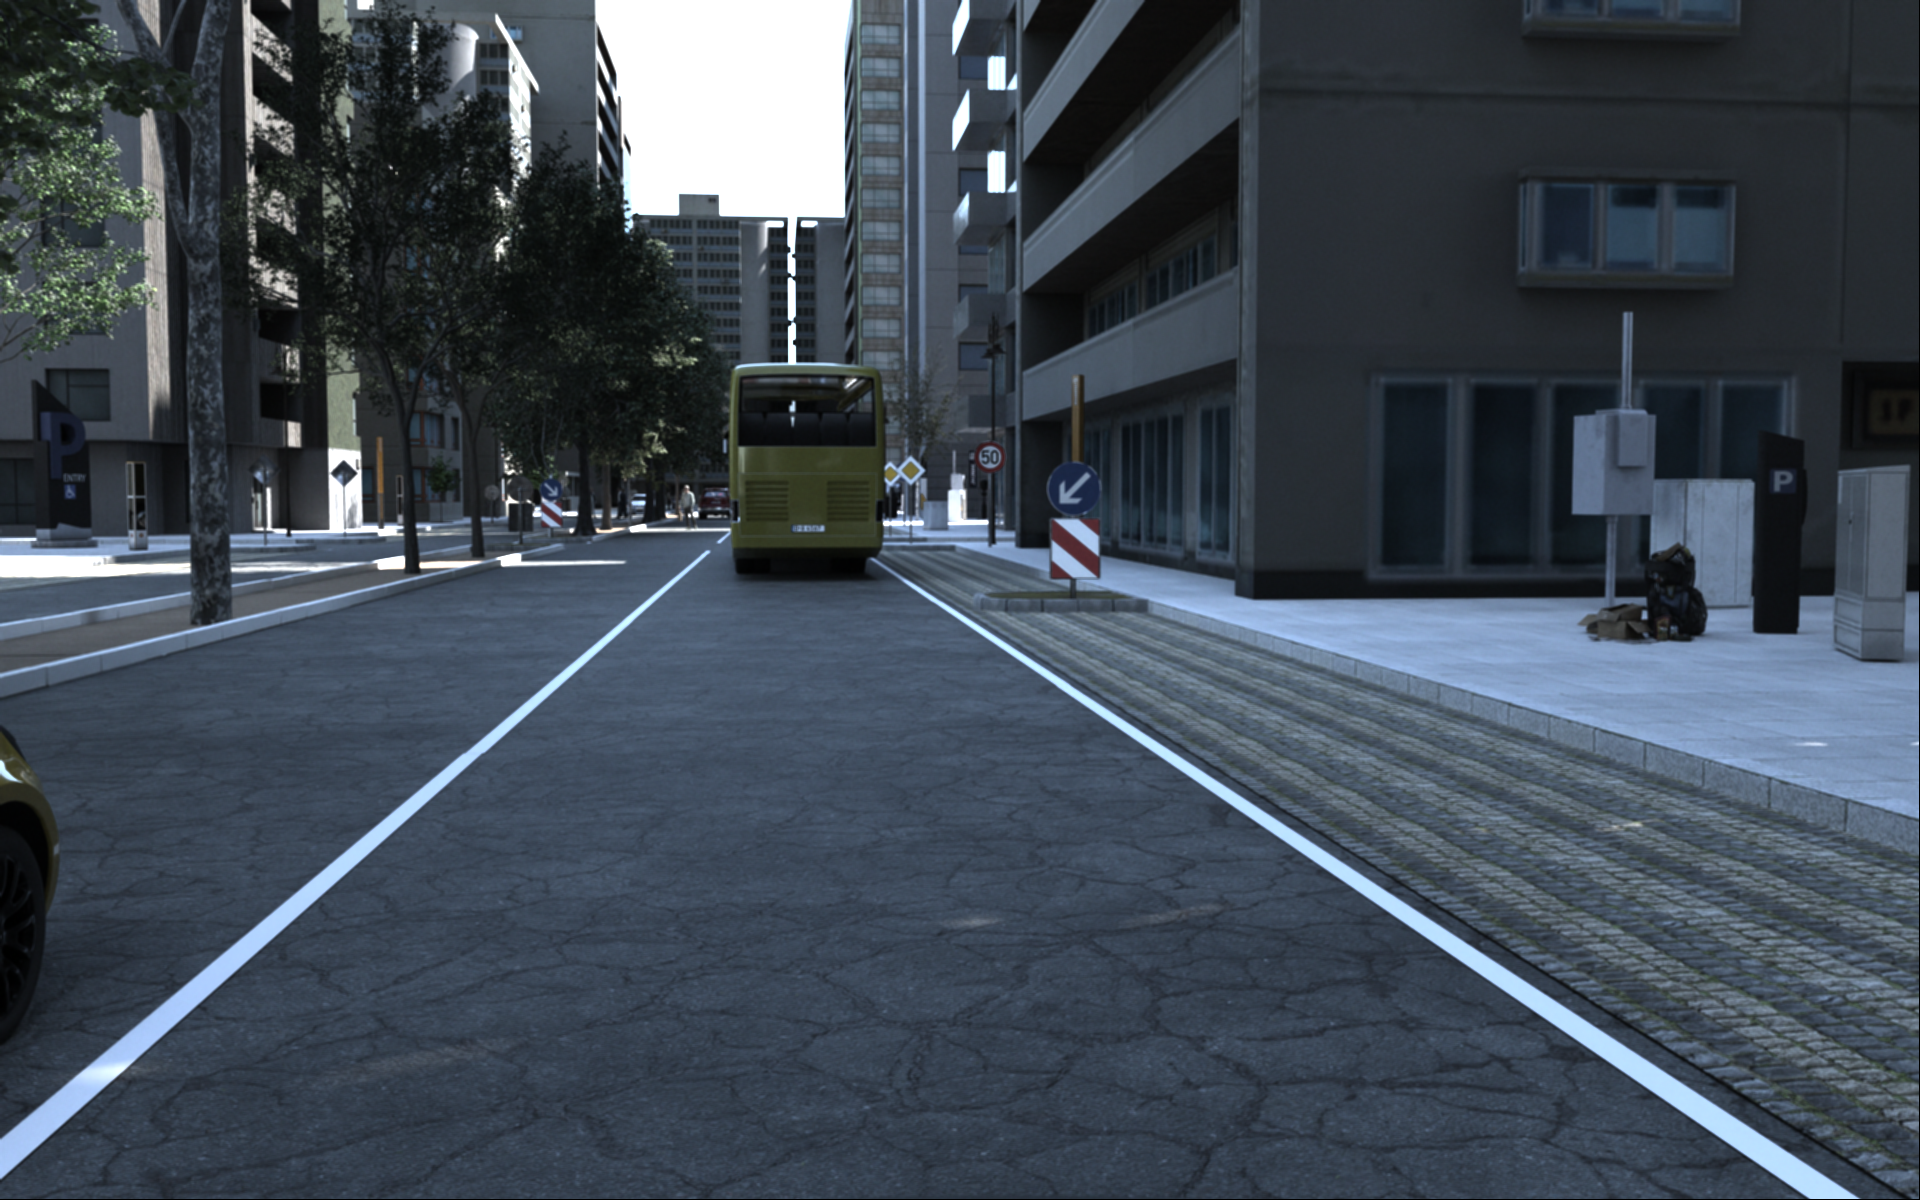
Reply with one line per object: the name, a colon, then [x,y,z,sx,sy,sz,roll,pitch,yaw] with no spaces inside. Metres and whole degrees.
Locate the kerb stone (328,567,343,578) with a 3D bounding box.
kerb stone: [-10.736,-0.447,29.497,0.120,0.150,1.000,0,4,-6]

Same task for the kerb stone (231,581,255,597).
kerb stone: [-10.191,-0.135,24.409,0.120,0.150,1.000,0,4,-6]

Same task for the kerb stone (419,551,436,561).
kerb stone: [-11.610,-0.938,37.641,0.120,0.150,1.000,0,4,-6]

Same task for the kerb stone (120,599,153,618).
kerb stone: [-9.754,0.114,20.338,0.120,0.150,1.000,0,4,-6]

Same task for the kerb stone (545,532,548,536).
kerb stone: [-13.623,-2.101,56.549,0.120,0.150,1.000,0,4,-6]

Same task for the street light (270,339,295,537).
street light: [-20.111,-4.827,51.717,0.468,5.910,1.993,0,4,-6]

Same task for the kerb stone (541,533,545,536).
kerb stone: [-13.519,-2.037,55.525,0.120,0.150,1.000,0,4,-6]

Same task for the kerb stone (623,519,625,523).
kerb stone: [-16.674,-3.846,85.080,0.120,0.150,1.000,0,4,-6]

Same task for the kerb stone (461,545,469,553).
kerb stone: [-12.046,-1.194,41.724,0.120,0.150,1.000,0,4,-6]

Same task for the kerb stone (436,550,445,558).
kerb stone: [-11.714,-1.007,38.659,0.120,0.150,1.000,0,4,-6]

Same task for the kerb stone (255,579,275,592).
kerb stone: [-10.305,-0.198,25.430,0.120,0.150,1.000,0,4,-6]

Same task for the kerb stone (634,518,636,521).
kerb stone: [-17.321,-4.221,91.210,0.120,0.150,1.000,0,4,-6]

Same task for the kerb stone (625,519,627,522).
kerb stone: [-16.783,-3.909,86.107,0.120,0.150,1.000,0,4,-6]

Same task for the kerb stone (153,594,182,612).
kerb stone: [-9.864,0.051,21.354,0.120,0.150,1.000,0,4,-6]

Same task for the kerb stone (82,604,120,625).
kerb stone: [-9.651,0.178,19.313,0.120,0.150,1.000,0,4,-6]

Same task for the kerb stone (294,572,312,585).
kerb stone: [-10.516,-0.322,27.463,0.120,0.150,1.000,0,4,-6]

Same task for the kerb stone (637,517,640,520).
kerb stone: [-17.657,-4.408,94.267,0.120,0.150,1.000,0,4,-6]

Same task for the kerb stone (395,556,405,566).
kerb stone: [-11.281,-0.757,34.590,0.120,0.150,1.000,0,4,-6]

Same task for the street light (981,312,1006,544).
street light: [0.848,-4.365,44.154,0.468,5.910,1.993,0,4,-6]

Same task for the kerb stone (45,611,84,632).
kerb stone: [-9.541,0.245,18.295,0.120,0.150,1.000,0,4,-6]

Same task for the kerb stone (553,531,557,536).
kerb stone: [-13.846,-2.226,58.585,0.120,0.150,1.000,0,4,-6]

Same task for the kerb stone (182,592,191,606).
kerb stone: [-9.975,-0.011,22.370,0.120,0.150,1.000,0,4,-6]

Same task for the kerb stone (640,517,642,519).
kerb stone: [-17.760,-4.469,95.286,0.120,0.150,1.000,0,4,-6]

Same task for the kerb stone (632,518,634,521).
kerb stone: [-17.224,-4.153,90.189,0.120,0.150,1.000,0,4,-6]

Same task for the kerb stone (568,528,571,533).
kerb stone: [-14.281,-2.475,62.665,0.120,0.150,1.000,0,4,-6]

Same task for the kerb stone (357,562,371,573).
kerb stone: [-10.954,-0.571,31.534,0.120,0.150,1.000,0,4,-6]

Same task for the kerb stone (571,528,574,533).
kerb stone: [-14.389,-2.534,63.682,0.120,0.150,1.000,0,4,-6]

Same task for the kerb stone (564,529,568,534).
kerb stone: [-14.169,-2.410,61.643,0.120,0.150,1.000,0,4,-6]

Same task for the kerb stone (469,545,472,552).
kerb stone: [-12.153,-1.257,42.741,0.120,0.150,1.000,0,4,-6]

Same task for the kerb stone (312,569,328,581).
kerb stone: [-10.629,-0.383,28.479,0.120,0.150,1.000,0,4,-6]

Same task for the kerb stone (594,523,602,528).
kerb stone: [-15.590,-3.220,74.890,0.120,0.150,1.000,0,4,-6]

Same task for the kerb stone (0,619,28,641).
kerb stone: [-9.428,0.301,17.279,0.120,0.150,1.000,0,4,-6]

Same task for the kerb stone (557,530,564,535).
kerb stone: [-14.064,-2.351,60.626,0.120,0.150,1.000,0,4,-6]

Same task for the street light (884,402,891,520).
street light: [-3.736,-6.962,86.617,0.468,5.910,1.993,0,4,-6]

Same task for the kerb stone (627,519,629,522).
kerb stone: [-16.897,-3.966,87.123,0.120,0.150,1.000,0,4,-6]

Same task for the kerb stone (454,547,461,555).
kerb stone: [-11.936,-1.132,40.708,0.120,0.150,1.000,0,4,-6]

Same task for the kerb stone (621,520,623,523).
kerb stone: [-16.568,-3.783,84.064,0.120,0.150,1.000,0,4,-6]

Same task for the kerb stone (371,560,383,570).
kerb stone: [-11.061,-0.628,32.555,0.120,0.150,1.000,0,4,-6]

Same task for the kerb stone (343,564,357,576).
kerb stone: [-10.849,-0.505,30.514,0.120,0.150,1.000,0,4,-6]

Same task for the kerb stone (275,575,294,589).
kerb stone: [-10.411,-0.250,26.447,0.120,0.150,1.000,0,4,-6]

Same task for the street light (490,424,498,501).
street light: [-24.493,-7.262,91.515,0.468,5.910,1.993,0,4,-6]

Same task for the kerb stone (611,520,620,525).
kerb stone: [-16.346,-3.655,82.019,0.120,0.150,1.000,0,4,-6]

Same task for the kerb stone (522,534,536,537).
kerb stone: [-13.305,-1.914,53.486,0.120,0.150,1.000,0,4,-6]

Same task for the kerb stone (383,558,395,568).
kerb stone: [-11.170,-0.696,33.574,0.120,0.150,1.000,0,4,-6]

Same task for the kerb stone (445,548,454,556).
kerb stone: [-11.817,-1.066,39.678,0.120,0.150,1.000,0,4,-6]

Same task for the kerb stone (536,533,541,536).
kerb stone: [-13.403,-1.974,54.509,0.120,0.150,1.000,0,4,-6]
